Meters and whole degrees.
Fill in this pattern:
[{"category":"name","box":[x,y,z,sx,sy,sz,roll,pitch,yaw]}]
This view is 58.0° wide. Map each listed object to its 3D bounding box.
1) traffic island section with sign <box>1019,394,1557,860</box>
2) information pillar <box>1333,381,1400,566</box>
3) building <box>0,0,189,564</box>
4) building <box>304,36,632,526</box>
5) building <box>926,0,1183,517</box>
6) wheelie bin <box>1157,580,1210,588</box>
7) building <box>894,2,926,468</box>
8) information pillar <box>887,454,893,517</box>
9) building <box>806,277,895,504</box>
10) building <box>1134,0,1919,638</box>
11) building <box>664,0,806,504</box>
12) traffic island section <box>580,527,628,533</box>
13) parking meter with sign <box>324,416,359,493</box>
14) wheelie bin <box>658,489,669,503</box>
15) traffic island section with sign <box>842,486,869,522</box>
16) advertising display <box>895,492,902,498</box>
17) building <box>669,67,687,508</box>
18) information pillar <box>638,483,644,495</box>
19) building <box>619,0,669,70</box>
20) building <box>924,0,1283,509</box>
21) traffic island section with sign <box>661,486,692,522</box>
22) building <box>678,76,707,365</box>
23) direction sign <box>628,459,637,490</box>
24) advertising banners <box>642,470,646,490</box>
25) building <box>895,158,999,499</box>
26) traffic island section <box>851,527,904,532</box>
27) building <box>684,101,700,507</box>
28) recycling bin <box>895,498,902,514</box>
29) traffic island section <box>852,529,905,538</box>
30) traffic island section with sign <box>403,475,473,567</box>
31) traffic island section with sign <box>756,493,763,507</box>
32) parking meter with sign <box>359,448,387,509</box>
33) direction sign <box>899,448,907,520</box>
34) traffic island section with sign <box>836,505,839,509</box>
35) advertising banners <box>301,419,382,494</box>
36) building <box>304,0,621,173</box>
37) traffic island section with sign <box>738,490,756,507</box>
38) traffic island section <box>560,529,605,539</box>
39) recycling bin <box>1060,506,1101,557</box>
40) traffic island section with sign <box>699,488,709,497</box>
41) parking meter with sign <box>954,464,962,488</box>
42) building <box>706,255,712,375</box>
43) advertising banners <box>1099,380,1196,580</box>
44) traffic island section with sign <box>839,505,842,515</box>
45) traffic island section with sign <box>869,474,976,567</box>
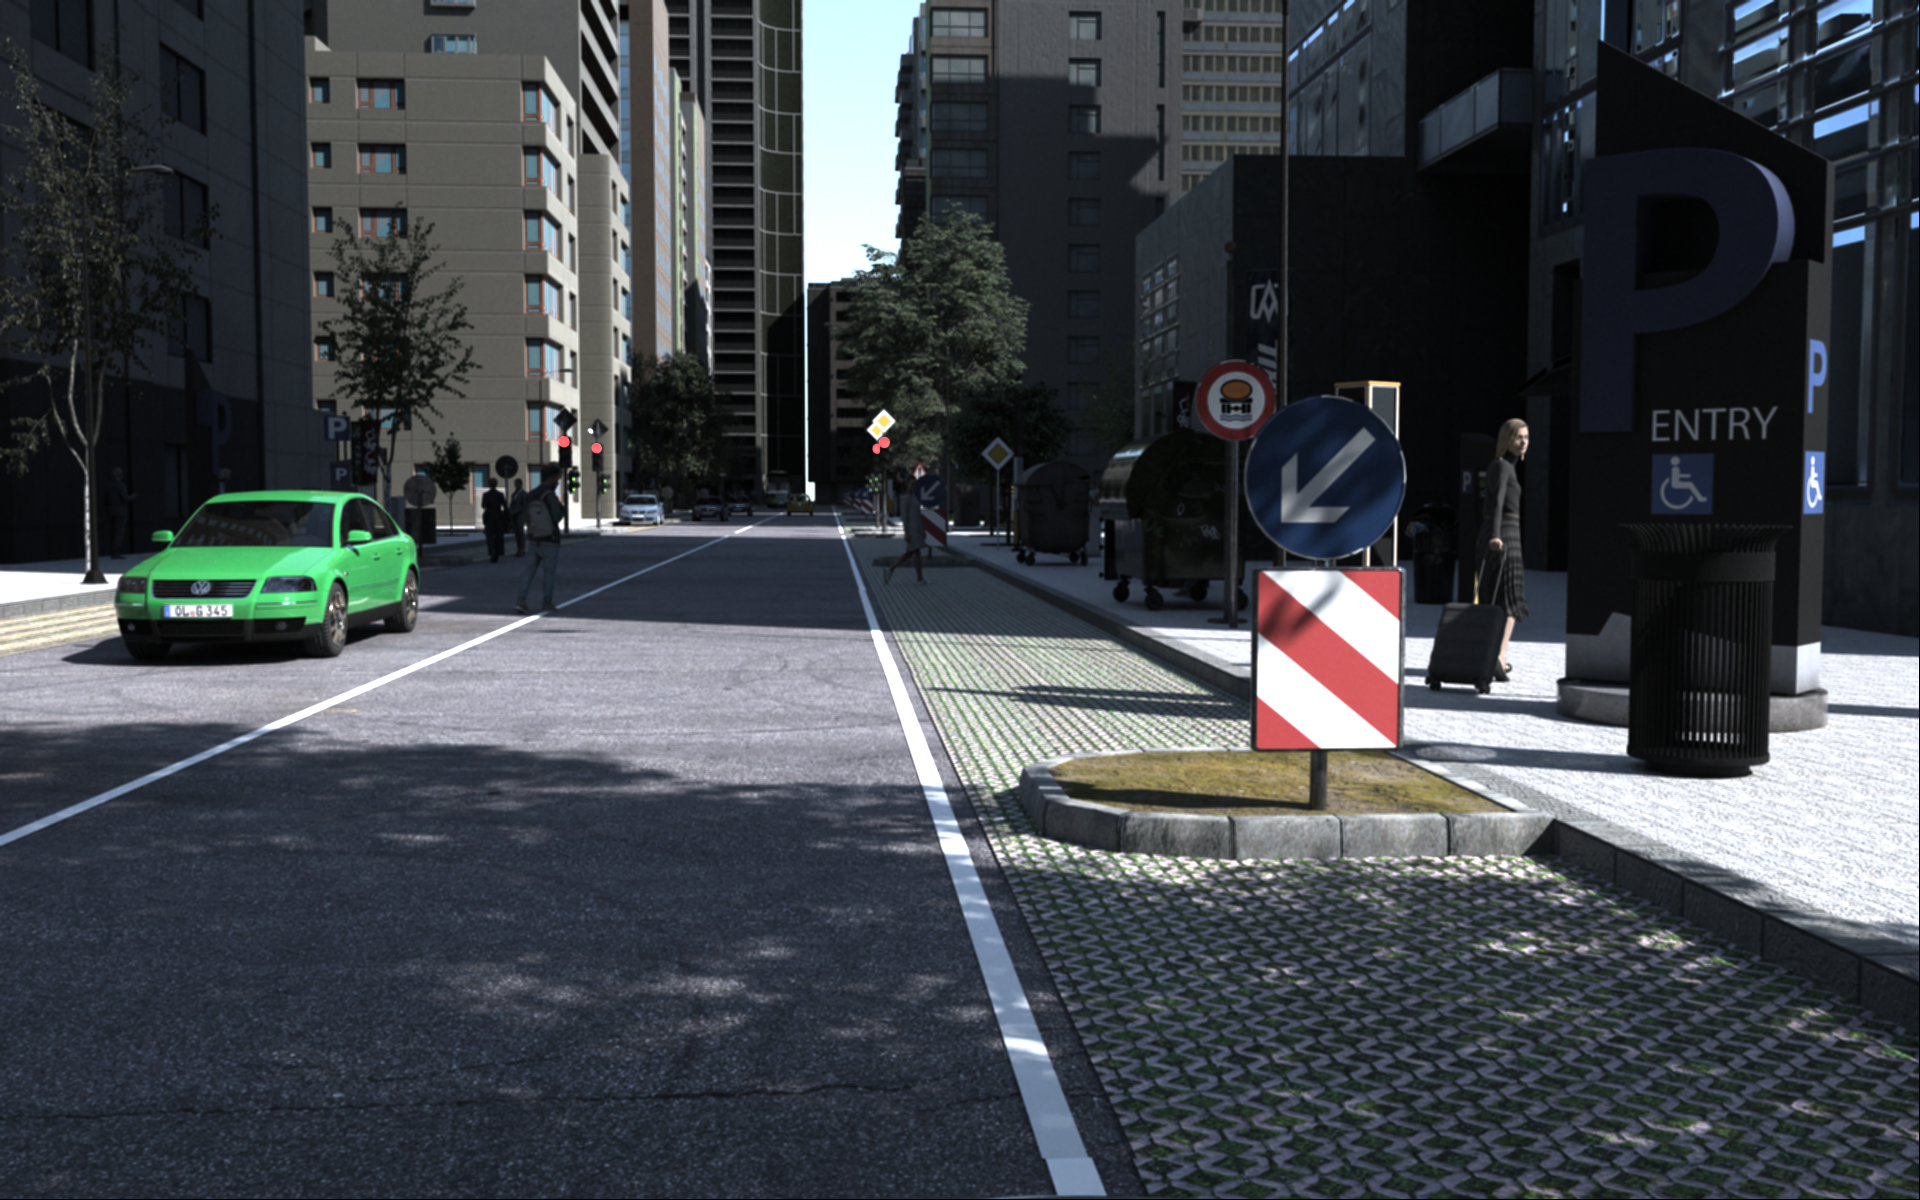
[{"category":"traffic island section with sign","box":[1.300,0.057,7.704,1.989,1.847,2.006,0,4,-4]},{"category":"information pillar","box":[2.687,-0.428,11.490,0.304,2.012,0.304,-2,4,-34]},{"category":"building","box":[-28.189,-36.736,38.886,20.611,71.187,20.563,0,4,-4]},{"category":"building","box":[-31.202,-14.485,81.868,27.650,21.520,28.899,0,4,-4]},{"category":"building","box":[4.903,-25.579,101.804,14.154,41.232,14.086,0,4,-4]},{"category":"wheelie bin","box":[3.118,-0.969,23.744,0.980,1.594,0.693,-3,4,-38]},{"category":"building","box":[4.850,-33.917,174.155,23.786,49.044,30.456,0,4,-4]},{"category":"information pillar","box":[-3.854,-6.369,95.492,0.183,3.616,0.504,-2,4,-29]},{"category":"building","box":[-13.711,-28.278,234.039,14.107,30.474,14.160,0,4,-4]},{"category":"building","box":[16.685,-43.658,26.474,22.319,86.520,31.000,0,4,-4]},{"category":"building","box":[-31.439,-48.699,234.482,20.611,71.187,20.563,0,4,-4]},{"category":"traffic island section","box":[-13.510,-2.593,64.670,2.009,0.180,2.903,0,4,-4]},{"category":"parking meter with sign","box":[-13.574,-2.547,37.901,0.543,3.016,1.738,-1,4,-22]},{"category":"wheelie bin","box":[-18.778,-6.235,109.845,0.980,1.594,0.693,0,4,-1]},{"category":"traffic island section with sign","box":[-4.968,-4.978,90.020,1.989,1.847,2.006,0,4,-4]},{"category":"advertising display","box":[-3.769,-6.571,112.646,0.974,1.923,0.123,1,4,20]},{"category":"building","box":[-33.499,-29.174,160.588,14.154,41.232,14.086,0,4,-4]},{"category":"information pillar","box":[-20.796,-6.630,112.900,0.304,2.012,0.304,-3,4,-36]},{"category":"building","box":[-31.942,-30.317,145.794,14.600,45.320,14.200,0,4,-4]},{"category":"building","box":[12.079,-26.762,129.446,32.217,40.220,23.993,0,4,-4]},{"category":"traffic island section with sign","box":[-15.048,-4.930,89.228,1.989,1.847,2.006,0,4,-4]},{"category":"building","box":[-35.195,-32.980,189.337,14.600,45.320,14.200,0,4,-4]},{"category":"direction sign","box":[-21.145,-7.315,111.601,0.876,3.537,0.379,3,4,38]},{"category":"advertising banners","box":[-23.523,-8.005,127.065,0.090,3.025,2.074,-3,4,-37]},{"category":"building","box":[1.860,-23.272,152.190,14.160,30.474,14.107,0,4,-4]},{"category":"traffic island section","box":[-3.098,-2.641,65.455,2.009,0.180,2.903,0,4,-4]},{"category":"building","box":[-33.902,-30.040,174.750,14.154,41.232,14.086,0,4,-4]},{"category":"recycling bin","box":[-4.075,-6.071,111.813,0.722,1.027,0.722,-2,4,-28]},{"category":"traffic island section","box":[-2.492,-2.154,57.493,2.009,0.180,2.903,0,4,-4]},{"category":"traffic island section with sign","box":[-10.909,-1.600,34.793,1.989,1.847,2.006,0,4,-4]},{"category":"traffic island section with sign","box":[-23.036,-11.331,193.895,1.989,1.847,2.006,0,4,-4]},{"category":"parking meter with sign","box":[-22.466,-4.209,65.074,1.738,3.016,0.543,-3,4,-36]},{"category":"direction sign","box":[-2.773,-5.666,84.629,0.379,3.537,0.876,1,4,21]},{"category":"traffic island section with sign","box":[-10.831,-9.681,166.916,1.989,1.847,2.006,0,4,-4]},{"category":"advertising banners","box":[-14.562,-2.722,40.699,2.074,3.025,0.090,0,4,5]},{"category":"building","box":[-34.712,-30.102,115.866,21.300,48.544,21.600,0,4,-4]},{"category":"traffic island section with sign","box":[-20.985,-9.688,167.018,1.989,1.847,2.006,0,4,-4]},{"category":"traffic island section","box":[-12.904,-2.106,56.708,2.009,0.180,2.903,0,4,-4]},{"category":"recycling bin","box":[2.465,-1.402,35.477,0.722,1.027,0.722,-1,4,-9]},{"category":"traffic island section with sign","box":[-17.106,-6.574,116.105,1.989,1.847,2.006,0,4,-4]},{"category":"parking meter with sign","box":[-0.069,-5.779,90.750,0.543,3.016,1.738,0,4,-3]},{"category":"building","box":[-36.481,-26.458,204.283,14.107,30.474,14.160,0,4,-4]},{"category":"advertising banners","box":[2.889,-1.844,26.343,2.074,3.025,0.090,-3,5,-40]},{"category":"traffic island section with sign","box":[-7.014,-6.622,116.898,1.989,1.847,2.006,0,4,-4]},{"category":"traffic island section with sign","box":[-0.744,-1.587,34.582,1.989,1.847,2.006,0,4,-4]}]
